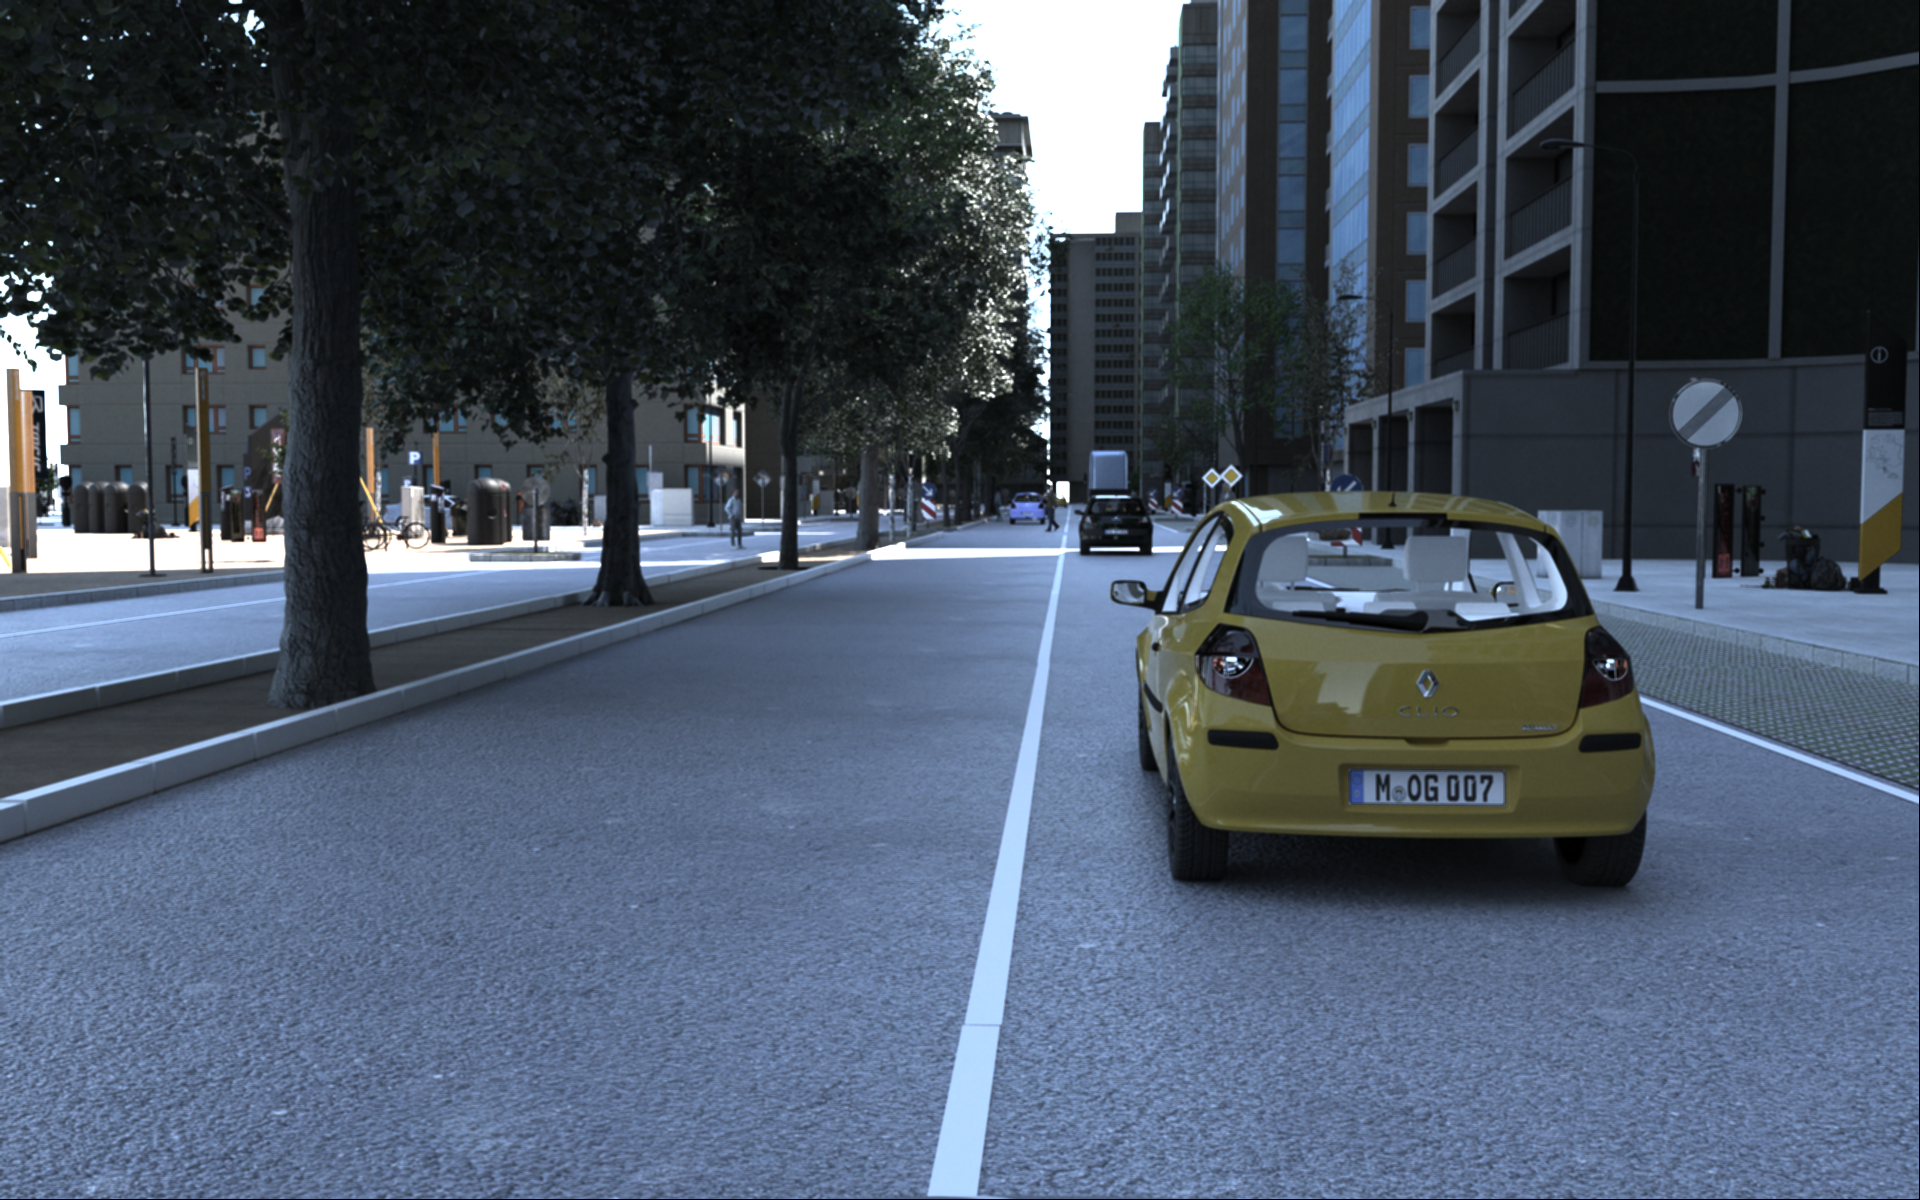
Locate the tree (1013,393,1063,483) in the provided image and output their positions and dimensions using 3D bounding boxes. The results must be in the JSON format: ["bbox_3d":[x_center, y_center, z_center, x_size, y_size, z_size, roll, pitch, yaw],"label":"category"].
[{"bbox_3d":[2.354,-12.252,119.777,9.611,12.733,9.660,0,3,0],"label":"tree"}]

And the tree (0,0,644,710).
[{"bbox_3d":[-4.337,-6.259,11.454,9.857,13.997,8.962,0,3,0],"label":"tree"}]

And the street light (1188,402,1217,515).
[{"bbox_3d":[12.364,-7.014,87.217,1.470,5.913,1.316,0,4,4],"label":"street light"}]

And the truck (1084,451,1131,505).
[{"bbox_3d":[8.976,-6.880,102.244,2.967,4.110,18.799,0,4,3],"label":"truck"}]

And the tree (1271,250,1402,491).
[{"bbox_3d":[11.383,-6.293,53.256,4.360,8.622,3.978,0,3,0],"label":"tree"}]

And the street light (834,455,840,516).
[{"bbox_3d":[-6.758,-7.938,102.322,1.470,5.913,1.316,0,4,4],"label":"street light"}]

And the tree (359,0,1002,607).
[{"bbox_3d":[-4.365,-6.279,22.120,9.611,12.733,9.660,0,3,0],"label":"tree"}]

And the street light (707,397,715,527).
[{"bbox_3d":[-9.111,-5.773,66.936,1.470,5.913,1.316,0,4,4],"label":"street light"}]

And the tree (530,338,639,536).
[{"bbox_3d":[-11.434,-6.247,52.508,4.360,8.622,3.978,0,3,0],"label":"tree"}]

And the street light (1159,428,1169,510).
[{"bbox_3d":[14.665,-9.137,121.932,1.470,5.913,1.316,0,4,4],"label":"street light"}]

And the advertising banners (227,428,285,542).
[{"bbox_3d":[-18.699,-3.051,46.074,2.074,3.025,0.090,2,4,23],"label":"advertising banners"}]

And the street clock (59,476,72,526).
[{"bbox_3d":[-35.388,-3.914,68.569,0.358,2.002,0.471,1,4,11],"label":"street clock"}]

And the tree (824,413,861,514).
[{"bbox_3d":[-7.216,-9.900,112.227,4.737,8.622,4.395,0,3,0],"label":"tree"}]

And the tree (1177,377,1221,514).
[{"bbox_3d":[15.613,-9.679,108.609,4.360,8.622,3.978,0,3,0],"label":"tree"}]

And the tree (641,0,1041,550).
[{"bbox_3d":[-2.388,-8.263,44.220,9.857,13.997,8.962,0,3,0],"label":"tree"}]

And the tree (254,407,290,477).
[{"bbox_3d":[-12.435,-2.375,33.432,1.663,3.219,1.824,0,3,0],"label":"tree"}]

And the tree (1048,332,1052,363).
[{"bbox_3d":[0.284,-11.047,89.735,9.857,13.997,8.962,0,3,0],"label":"tree"}]

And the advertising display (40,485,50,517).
[{"bbox_3d":[-50.677,-5.546,95.898,0.974,1.923,0.123,3,5,39],"label":"advertising display"}]

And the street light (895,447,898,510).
[{"bbox_3d":[-4.486,-10.072,137.223,1.470,5.913,1.316,0,4,4],"label":"street light"}]

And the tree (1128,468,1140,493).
[{"bbox_3d":[22.342,-14.343,218.216,4.285,4.588,4.351,0,3,0],"label":"tree"}]

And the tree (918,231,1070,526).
[{"bbox_3d":[-0.088,-10.147,78.738,12.009,13.543,11.850,0,3,0],"label":"tree"}]

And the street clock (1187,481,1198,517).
[{"bbox_3d":[13.277,-5.722,98.122,0.358,2.002,0.471,2,4,26],"label":"street clock"}]

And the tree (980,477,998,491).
[{"bbox_3d":[2.599,-10.732,128.284,4.360,8.622,3.978,0,3,0],"label":"tree"}]

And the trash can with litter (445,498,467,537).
[{"bbox_3d":[-15.362,-2.505,52.346,1.055,1.170,0.624,0,4,-4],"label":"trash can with litter"}]

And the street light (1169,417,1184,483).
[{"bbox_3d":[13.541,-8.075,104.573,1.470,5.913,1.316,0,4,4],"label":"street light"}]

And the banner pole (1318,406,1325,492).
[{"bbox_3d":[10.268,-3.623,49.247,0.401,3.779,0.863,0,4,1],"label":"banner pole"}]

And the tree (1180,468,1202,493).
[{"bbox_3d":[16.963,-8.101,127.047,1.663,3.219,1.824,0,3,0],"label":"tree"}]

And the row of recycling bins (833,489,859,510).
[{"bbox_3d":[-8.997,-8.131,140.048,3.534,1.692,1.069,3,5,41],"label":"row of recycling bins"}]

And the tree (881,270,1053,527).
[{"bbox_3d":[-0.470,-8.078,68.945,8.767,10.594,7.601,0,4,4],"label":"tree"}]

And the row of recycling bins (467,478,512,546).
[{"bbox_3d":[-12.174,-2.300,44.723,1.069,1.692,3.534,-1,4,-10],"label":"row of recycling bins"}]

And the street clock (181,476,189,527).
[{"bbox_3d":[-30.490,-3.903,68.377,0.358,2.002,0.471,0,4,6],"label":"street clock"}]

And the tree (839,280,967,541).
[{"bbox_3d":[-1.666,-6.364,56.865,4.360,8.622,3.978,0,3,0],"label":"tree"}]

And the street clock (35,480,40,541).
[{"bbox_3d":[-25.033,-2.577,46.696,0.471,2.002,0.358,0,4,-6],"label":"street clock"}]

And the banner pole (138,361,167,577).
[{"bbox_3d":[-12.729,-2.271,27.153,0.401,3.779,0.863,-2,4,-29],"label":"banner pole"}]

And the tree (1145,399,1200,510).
[{"bbox_3d":[16.570,-11.314,135.346,4.737,8.622,4.395,0,3,0],"label":"tree"}]

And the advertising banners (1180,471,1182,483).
[{"bbox_3d":[16.645,-8.144,129.350,0.090,3.025,2.074,1,4,21],"label":"advertising banners"}]

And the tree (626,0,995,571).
[{"bbox_3d":[-3.139,-6.365,32.277,9.928,11.665,9.643,0,3,0],"label":"tree"}]

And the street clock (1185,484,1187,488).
[{"bbox_3d":[16.030,-7.168,121.773,0.358,2.002,0.471,3,5,44],"label":"street clock"}]

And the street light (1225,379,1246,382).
[{"bbox_3d":[11.380,-5.952,69.849,1.470,5.913,1.316,0,4,4],"label":"street light"}]

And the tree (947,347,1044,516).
[{"bbox_3d":[1.681,-11.657,111.175,7.486,12.596,7.792,0,3,0],"label":"tree"}]

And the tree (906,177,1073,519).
[{"bbox_3d":[-0.183,-14.836,100.913,12.611,20.169,13.585,0,3,0],"label":"tree"}]

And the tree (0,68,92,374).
[{"bbox_3d":[-12.948,-4.366,21.743,4.737,8.622,4.395,0,3,0],"label":"tree"}]

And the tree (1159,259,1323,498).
[{"bbox_3d":[12.518,-9.278,77.449,9.928,11.665,9.643,0,3,0],"label":"tree"}]

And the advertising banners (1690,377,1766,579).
[{"bbox_3d":[11.699,-1.851,26.447,2.074,3.025,0.090,-2,4,-35],"label":"advertising banners"}]

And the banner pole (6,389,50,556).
[{"bbox_3d":[-19.579,-2.832,36.324,0.863,3.779,0.401,-2,4,-31],"label":"banner pole"}]

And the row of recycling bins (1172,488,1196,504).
[{"bbox_3d":[15.419,-6.832,118.815,1.069,1.692,3.534,0,4,-8],"label":"row of recycling bins"}]

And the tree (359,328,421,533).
[{"bbox_3d":[-19.252,-6.540,57.285,4.360,8.622,3.978,0,3,0],"label":"tree"}]

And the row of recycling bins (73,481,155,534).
[{"bbox_3d":[-27.809,-3.044,56.879,3.534,1.692,1.069,2,4,29],"label":"row of recycling bins"}]

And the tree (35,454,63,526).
[{"bbox_3d":[-37.811,-4.667,70.908,1.663,3.219,1.824,0,3,0],"label":"tree"}]

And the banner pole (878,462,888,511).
[{"bbox_3d":[-6.018,-8.811,134.071,0.863,3.779,0.401,0,4,1],"label":"banner pole"}]
